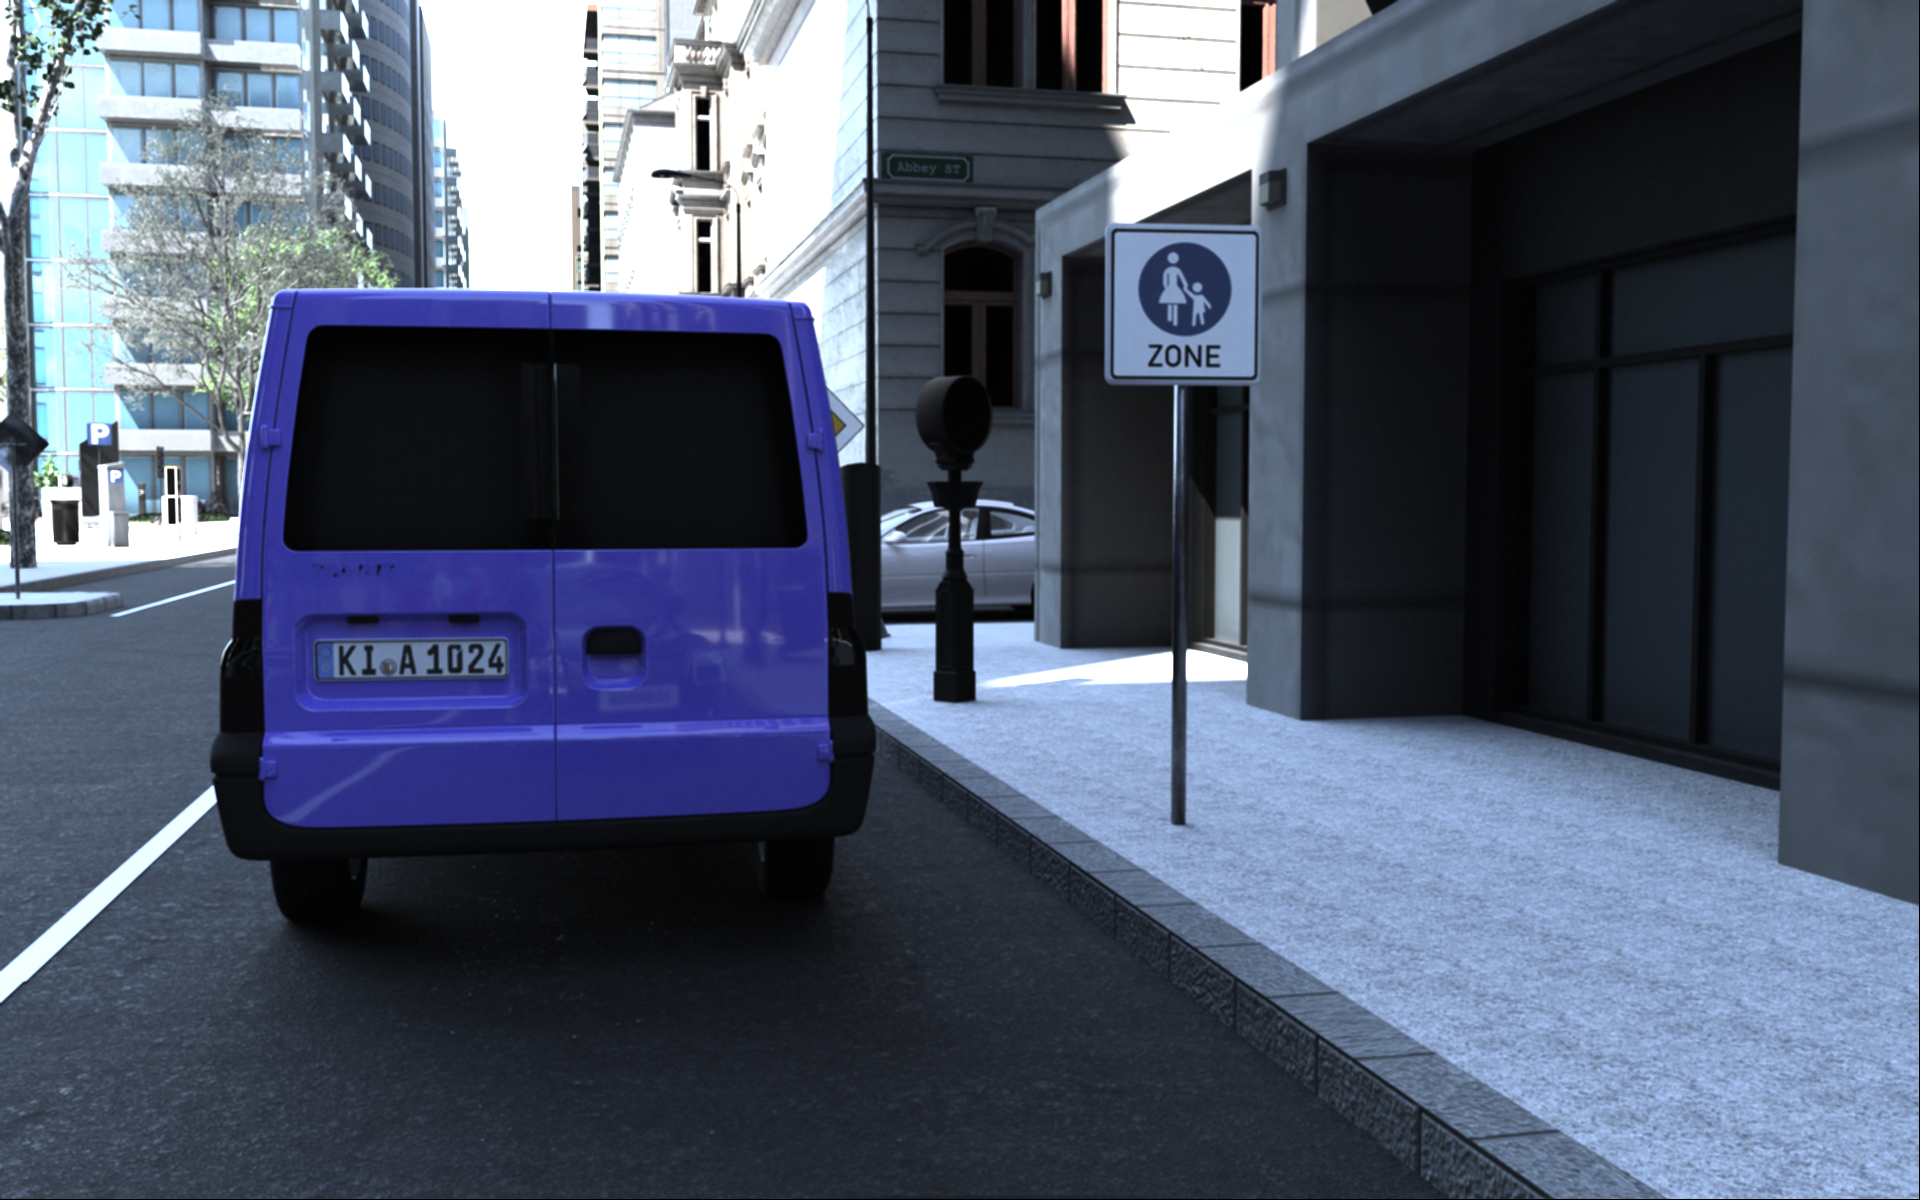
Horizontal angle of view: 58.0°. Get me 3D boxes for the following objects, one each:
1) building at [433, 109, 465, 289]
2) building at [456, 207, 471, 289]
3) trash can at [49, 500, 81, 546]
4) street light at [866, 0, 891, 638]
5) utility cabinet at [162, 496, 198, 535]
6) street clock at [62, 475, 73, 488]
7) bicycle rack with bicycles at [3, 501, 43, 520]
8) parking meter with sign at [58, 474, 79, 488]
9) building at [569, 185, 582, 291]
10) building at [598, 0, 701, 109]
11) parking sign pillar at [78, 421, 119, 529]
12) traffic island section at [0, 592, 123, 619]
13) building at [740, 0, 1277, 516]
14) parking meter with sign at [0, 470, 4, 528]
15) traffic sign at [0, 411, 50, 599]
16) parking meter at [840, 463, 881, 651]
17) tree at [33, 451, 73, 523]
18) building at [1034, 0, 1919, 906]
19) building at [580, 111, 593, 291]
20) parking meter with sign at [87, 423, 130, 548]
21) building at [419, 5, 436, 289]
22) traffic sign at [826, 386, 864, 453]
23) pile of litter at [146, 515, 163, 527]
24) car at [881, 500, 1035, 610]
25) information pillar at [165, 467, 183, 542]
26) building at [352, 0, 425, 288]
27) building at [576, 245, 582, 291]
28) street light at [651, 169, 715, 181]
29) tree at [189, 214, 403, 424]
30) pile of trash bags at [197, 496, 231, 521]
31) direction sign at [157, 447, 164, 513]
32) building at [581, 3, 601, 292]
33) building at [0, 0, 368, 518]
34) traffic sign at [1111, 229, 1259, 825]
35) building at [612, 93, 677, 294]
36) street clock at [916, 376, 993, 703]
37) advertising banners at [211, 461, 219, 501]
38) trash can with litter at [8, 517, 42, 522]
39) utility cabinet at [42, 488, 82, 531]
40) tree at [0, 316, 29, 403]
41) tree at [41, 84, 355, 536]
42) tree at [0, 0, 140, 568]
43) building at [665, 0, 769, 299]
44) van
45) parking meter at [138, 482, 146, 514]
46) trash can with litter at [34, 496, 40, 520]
[{"bbox_3d":[-73.280,-36.424,215.137,23.786,49.044,30.456,-1,4,-13],"label":"building"},{"bbox_3d":[-74.670,-33.923,238.239,14.154,41.232,14.086,-1,4,-13],"label":"building"},{"bbox_3d":[-22.378,-1.938,43.337,0.748,1.137,0.748,0,3,0],"label":"trash can"},{"bbox_3d":[-1.323,-2.613,15.271,1.470,5.913,1.316,-1,4,-13],"label":"street light"},{"bbox_3d":[-24.376,-2.628,54.133,1.020,1.237,0.306,0,4,6],"label":"utility cabinet"},{"bbox_3d":[-33.882,-3.746,65.815,0.471,2.002,0.358,3,5,41],"label":"street clock"},{"bbox_3d":[-46.915,-4.486,86.731,2.852,0.926,2.925,1,4,10],"label":"bicycle rack with bicycles"},{"bbox_3d":[-34.371,-4.315,66.808,1.738,3.016,0.543,-3,4,-36],"label":"parking meter with sign"},{"bbox_3d":[-47.925,-36.414,245.486,14.600,45.320,14.200,-1,4,-13],"label":"building"},{"bbox_3d":[-15.375,-25.969,108.183,14.154,41.232,14.086,-1,4,-13],"label":"building"},{"bbox_3d":[-31.494,-4.580,63.347,1.447,3.967,1.447,-3,4,-38],"label":"parking sign pillar"},{"bbox_3d":[-11.536,0.068,21.172,2.009,0.180,2.903,-1,4,-13],"label":"traffic island section"},{"bbox_3d":[8.103,-15.018,32.938,23.554,28.519,14.401,-1,4,-13],"label":"building"},{"bbox_3d":[-31.108,-3.631,55.623,0.543,3.016,1.738,-1,4,-13],"label":"parking meter with sign"},{"bbox_3d":[-11.515,-1.069,21.116,0.795,2.450,0.064,-1,4,-13],"label":"traffic sign"},{"bbox_3d":[-0.836,-0.358,14.268,0.372,1.533,0.369,0,3,0],"label":"parking meter"},{"bbox_3d":[-40.712,-5.063,77.378,1.663,3.219,1.824,0,3,0],"label":"tree"},{"bbox_3d":[12.969,-34.684,5.342,20.563,71.187,20.611,-1,4,-13],"label":"building"},{"bbox_3d":[-34.205,-30.957,189.742,14.154,41.232,14.086,-1,4,-13],"label":"building"},{"bbox_3d":[-20.548,-2.792,41.908,0.543,3.016,1.738,-3,5,-41],"label":"parking meter with sign"},{"bbox_3d":[-54.723,-30.922,155.680,14.600,45.320,14.200,-1,4,-13],"label":"building"},{"bbox_3d":[-1.241,-0.715,15.339,0.795,2.450,0.064,-1,4,-13],"label":"traffic sign"},{"bbox_3d":[-31.124,-3.323,68.289,1.719,0.858,1.176,-1,4,-14],"label":"pile of litter"},{"bbox_3d":[-0.316,-0.491,20.393,4.827,1.381,2.083,-1,4,-13],"label":"car"},{"bbox_3d":[-21.108,-2.570,46.505,0.304,2.012,0.304,0,4,-2],"label":"information pillar"},{"bbox_3d":[-53.364,-36.180,133.543,21.231,58.520,28.212,-1,4,-13],"label":"building"},{"bbox_3d":[-37.811,-26.421,203.677,14.160,30.474,14.107,-1,4,-13],"label":"building"},{"bbox_3d":[-3.727,-3.211,25.039,1.470,5.913,1.316,-1,4,-13],"label":"street light"},{"bbox_3d":[-24.180,-8.424,63.483,9.928,11.665,9.643,0,3,0],"label":"tree"},{"bbox_3d":[-35.615,-4.495,83.250,3.447,1.369,1.912,-2,4,-32],"label":"pile of trash bags"},{"bbox_3d":[-38.267,-5.563,82.953,0.379,3.537,0.876,0,4,-7],"label":"direction sign"},{"bbox_3d":[-22.820,-30.761,157.574,22.147,44.769,28.867,-1,4,-13],"label":"building"},{"bbox_3d":[-48.218,-29.685,104.955,23.786,49.044,30.456,-1,4,-13],"label":"building"},{"bbox_3d":[0.848,-0.277,6.664,0.606,2.300,0.079,0,4,-7],"label":"traffic sign"},{"bbox_3d":[-12.296,-14.617,88.134,9.793,20.994,18.267,-1,4,-13],"label":"building"},{"bbox_3d":[-0.033,-0.375,10.700,0.358,2.002,0.471,3,5,41],"label":"street clock"},{"bbox_3d":[-38.726,-5.744,90.104,0.090,3.025,2.074,-1,4,-13],"label":"advertising banners"},{"bbox_3d":[-43.190,-4.205,79.801,2.233,1.210,1.678,1,4,14],"label":"trash can with litter"},{"bbox_3d":[-30.579,-3.077,58.996,1.173,1.500,0.318,-2,4,-30],"label":"utility cabinet"},{"bbox_3d":[-34.808,-6.723,60.285,4.737,8.622,4.395,0,3,0],"label":"tree"},{"bbox_3d":[-22.205,-8.725,53.019,12.009,13.543,11.850,0,3,0],"label":"tree"},{"bbox_3d":[-17.800,-10.620,29.520,12.611,20.169,13.585,0,3,0],"label":"tree"},{"bbox_3d":[-3.211,-14.900,62.706,14.460,24.649,34.723,-1,4,-13],"label":"building"},{"bbox_3d":[-1.728,-0.197,7.606,2.240,2.365,5.245,-1,4,-12],"label":"van"},{"bbox_3d":[-40.620,-4.912,86.014,0.255,1.863,0.399,-1,4,-12],"label":"parking meter"},{"bbox_3d":[-45.158,-4.437,83.933,1.055,1.170,0.624,1,4,20],"label":"trash can with litter"}]
